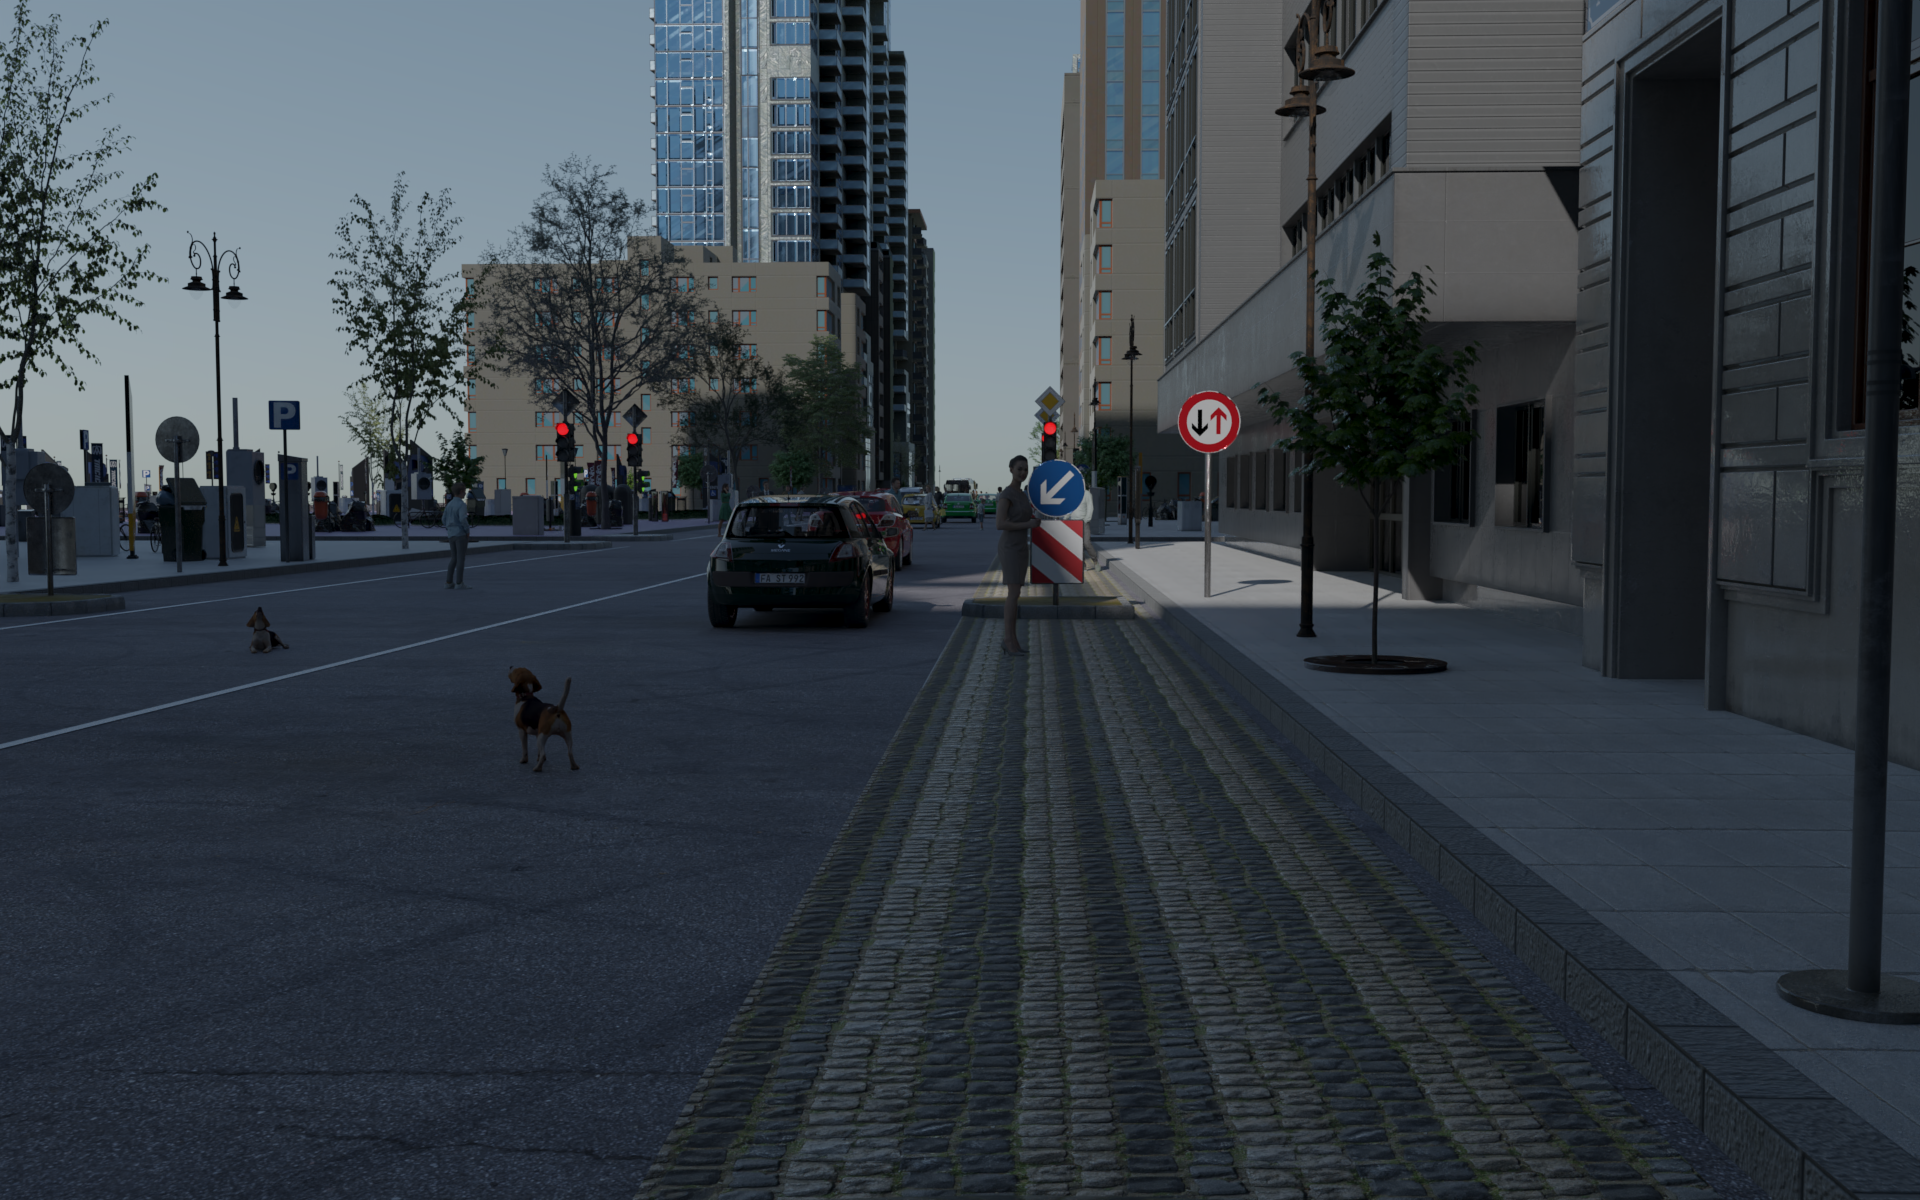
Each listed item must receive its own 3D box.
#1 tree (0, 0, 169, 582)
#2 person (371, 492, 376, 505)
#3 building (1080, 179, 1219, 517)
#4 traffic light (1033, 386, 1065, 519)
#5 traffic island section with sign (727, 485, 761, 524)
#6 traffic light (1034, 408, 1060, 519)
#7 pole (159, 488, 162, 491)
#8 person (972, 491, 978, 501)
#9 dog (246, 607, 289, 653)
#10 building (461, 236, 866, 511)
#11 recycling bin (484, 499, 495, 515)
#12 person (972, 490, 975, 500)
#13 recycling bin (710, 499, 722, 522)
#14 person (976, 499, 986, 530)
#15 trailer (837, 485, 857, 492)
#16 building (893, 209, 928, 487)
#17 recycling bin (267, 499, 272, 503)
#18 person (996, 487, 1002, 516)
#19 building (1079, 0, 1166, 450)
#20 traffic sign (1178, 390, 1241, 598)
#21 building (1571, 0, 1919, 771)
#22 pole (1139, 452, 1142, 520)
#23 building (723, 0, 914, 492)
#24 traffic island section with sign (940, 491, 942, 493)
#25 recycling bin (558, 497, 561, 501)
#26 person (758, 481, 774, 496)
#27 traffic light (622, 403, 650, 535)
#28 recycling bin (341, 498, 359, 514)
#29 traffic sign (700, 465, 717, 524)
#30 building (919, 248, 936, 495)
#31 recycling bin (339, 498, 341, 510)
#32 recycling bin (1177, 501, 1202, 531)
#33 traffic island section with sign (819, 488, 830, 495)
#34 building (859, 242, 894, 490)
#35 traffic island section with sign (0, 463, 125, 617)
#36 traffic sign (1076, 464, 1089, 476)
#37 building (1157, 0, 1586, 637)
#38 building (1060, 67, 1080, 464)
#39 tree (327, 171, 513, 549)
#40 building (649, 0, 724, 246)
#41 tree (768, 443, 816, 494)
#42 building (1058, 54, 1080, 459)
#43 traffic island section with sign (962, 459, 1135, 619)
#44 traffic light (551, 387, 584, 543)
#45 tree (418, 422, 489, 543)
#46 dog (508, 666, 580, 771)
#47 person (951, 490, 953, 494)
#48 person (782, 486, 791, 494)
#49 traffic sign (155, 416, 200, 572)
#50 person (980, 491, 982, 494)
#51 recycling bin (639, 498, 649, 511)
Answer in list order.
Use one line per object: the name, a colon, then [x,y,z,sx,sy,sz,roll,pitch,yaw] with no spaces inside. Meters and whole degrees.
tree: [-13.894,-4.586,25.336,4.360,8.622,3.978,0,3,0]
person: [-71.780,-12.408,212.302,0.756,1.711,0.436,-1,4,-16]
building: [21.853,-16.170,109.420,27.650,21.520,28.899,0,4,2]
traffic light: [2.327,-3.441,45.188,0.839,4.253,0.868,0,4,2]
traffic island section with sign: [-9.160,-4.163,76.686,1.989,1.847,2.006,0,4,2]
traffic light: [2.650,-3.929,53.166,0.839,4.253,0.868,0,4,2]
pole: [-60.237,-8.359,130.509,0.158,3.312,0.155,0,3,0]
person: [1.387,-8.791,152.955,0.721,1.735,1.217,-3,5,-43]
dog: [-6.332,0.260,15.948,0.550,0.427,0.748,2,4,29]
building: [-22.992,-18.298,144.205,27.650,21.520,28.899,0,4,2]
recycling bin: [-23.040,-4.458,85.446,0.722,1.027,0.722,3,5,41]
person: [1.291,-9.405,162.279,0.705,1.823,1.348,-1,4,-13]
recycling bin: [-11.342,-4.209,81.369,0.722,1.027,0.722,-1,4,-19]
person: [0.844,-3.402,68.800,0.352,1.250,0.332,-1,4,-18]
trailer: [-7.293,-6.356,110.975,1.471,1.999,3.904,0,4,2]
building: [-16.295,-36.940,258.596,22.147,44.769,28.867,0,4,2]
recycling bin: [-38.710,-5.120,96.259,0.722,1.027,0.722,-3,4,-36]
person: [1.809,-4.023,74.840,0.480,1.755,0.524,2,4,34]
building: [17.400,-30.524,149.177,14.600,45.320,14.200,0,4,2]
traffic sign: [3.071,-1.304,21.420,0.768,2.556,0.104,0,4,5]
building: [9.193,-10.162,2.311,11.583,22.565,21.152,0,4,2]
pole: [8.856,-5.574,84.970,0.158,3.312,0.155,0,3,0]
building: [-16.853,-55.949,227.442,22.319,86.520,31.000,0,4,2]
traffic island section with sign: [-1.604,-15.570,263.191,1.989,1.847,2.006,0,4,2]
recycling bin: [-29.490,-7.102,128.669,0.722,1.027,0.722,-2,4,-26]
person: [-6.045,-2.827,54.495,0.659,1.850,0.755,-1,4,-16]
traffic light: [-10.051,-3.960,53.664,0.839,4.253,0.868,0,4,2]
recycling bin: [-39.676,-6.140,112.945,0.722,1.027,0.722,0,4,6]
traffic sign: [-10.895,-4.584,75.058,0.768,2.556,0.104,0,4,7]
building: [-11.381,-36.475,279.959,14.154,41.232,14.086,0,4,2]
recycling bin: [-42.179,-6.503,118.877,0.722,1.027,0.722,3,4,38]
recycling bin: [7.978,-2.912,60.162,0.722,1.027,0.722,0,4,-5]
traffic island section with sign: [-8.071,-5.810,103.619,1.989,1.847,2.006,0,4,2]
building: [-15.066,-25.980,196.472,14.160,30.474,14.107,0,4,2]
traffic island section with sign: [-11.426,-0.765,21.142,1.989,1.847,2.006,0,4,2]
traffic sign: [5.202,-4.503,73.730,0.768,2.556,0.104,0,4,4]
building: [11.480,-12.807,28.464,14.314,24.678,30.058,0,4,2]
building: [21.917,-34.720,191.371,21.300,48.544,21.600,0,4,2]
tree: [-12.880,-5.520,40.612,4.737,8.622,4.395,0,3,0]
building: [-19.252,-52.583,172.401,22.319,86.520,31.000,0,4,2]
tree: [-10.799,-7.837,111.840,4.285,4.588,4.351,0,3,0]
building: [24.834,-57.078,245.900,22.319,86.520,31.000,0,4,2]
traffic island section with sign: [1.031,-0.734,20.629,1.989,1.847,2.006,0,4,2]
traffic light: [-10.375,-3.472,45.685,0.839,4.253,0.868,0,4,2]
tree: [-13.249,-3.141,45.962,1.663,3.219,1.824,0,3,0]
dog: [-2.203,0.623,9.098,0.540,0.507,0.406,1,4,13]
person: [-0.744,-8.039,140.469,0.617,1.759,0.750,-2,4,-35]
person: [-8.183,-4.463,81.388,0.836,1.842,0.656,0,4,1]
traffic sign: [-12.801,-1.726,28.331,0.768,2.556,0.104,0,4,6]
person: [1.938,-9.539,165.175,0.721,1.736,1.217,-1,4,-21]
recycling bin: [-18.520,-5.444,101.562,0.722,1.027,0.722,-3,5,-40]
